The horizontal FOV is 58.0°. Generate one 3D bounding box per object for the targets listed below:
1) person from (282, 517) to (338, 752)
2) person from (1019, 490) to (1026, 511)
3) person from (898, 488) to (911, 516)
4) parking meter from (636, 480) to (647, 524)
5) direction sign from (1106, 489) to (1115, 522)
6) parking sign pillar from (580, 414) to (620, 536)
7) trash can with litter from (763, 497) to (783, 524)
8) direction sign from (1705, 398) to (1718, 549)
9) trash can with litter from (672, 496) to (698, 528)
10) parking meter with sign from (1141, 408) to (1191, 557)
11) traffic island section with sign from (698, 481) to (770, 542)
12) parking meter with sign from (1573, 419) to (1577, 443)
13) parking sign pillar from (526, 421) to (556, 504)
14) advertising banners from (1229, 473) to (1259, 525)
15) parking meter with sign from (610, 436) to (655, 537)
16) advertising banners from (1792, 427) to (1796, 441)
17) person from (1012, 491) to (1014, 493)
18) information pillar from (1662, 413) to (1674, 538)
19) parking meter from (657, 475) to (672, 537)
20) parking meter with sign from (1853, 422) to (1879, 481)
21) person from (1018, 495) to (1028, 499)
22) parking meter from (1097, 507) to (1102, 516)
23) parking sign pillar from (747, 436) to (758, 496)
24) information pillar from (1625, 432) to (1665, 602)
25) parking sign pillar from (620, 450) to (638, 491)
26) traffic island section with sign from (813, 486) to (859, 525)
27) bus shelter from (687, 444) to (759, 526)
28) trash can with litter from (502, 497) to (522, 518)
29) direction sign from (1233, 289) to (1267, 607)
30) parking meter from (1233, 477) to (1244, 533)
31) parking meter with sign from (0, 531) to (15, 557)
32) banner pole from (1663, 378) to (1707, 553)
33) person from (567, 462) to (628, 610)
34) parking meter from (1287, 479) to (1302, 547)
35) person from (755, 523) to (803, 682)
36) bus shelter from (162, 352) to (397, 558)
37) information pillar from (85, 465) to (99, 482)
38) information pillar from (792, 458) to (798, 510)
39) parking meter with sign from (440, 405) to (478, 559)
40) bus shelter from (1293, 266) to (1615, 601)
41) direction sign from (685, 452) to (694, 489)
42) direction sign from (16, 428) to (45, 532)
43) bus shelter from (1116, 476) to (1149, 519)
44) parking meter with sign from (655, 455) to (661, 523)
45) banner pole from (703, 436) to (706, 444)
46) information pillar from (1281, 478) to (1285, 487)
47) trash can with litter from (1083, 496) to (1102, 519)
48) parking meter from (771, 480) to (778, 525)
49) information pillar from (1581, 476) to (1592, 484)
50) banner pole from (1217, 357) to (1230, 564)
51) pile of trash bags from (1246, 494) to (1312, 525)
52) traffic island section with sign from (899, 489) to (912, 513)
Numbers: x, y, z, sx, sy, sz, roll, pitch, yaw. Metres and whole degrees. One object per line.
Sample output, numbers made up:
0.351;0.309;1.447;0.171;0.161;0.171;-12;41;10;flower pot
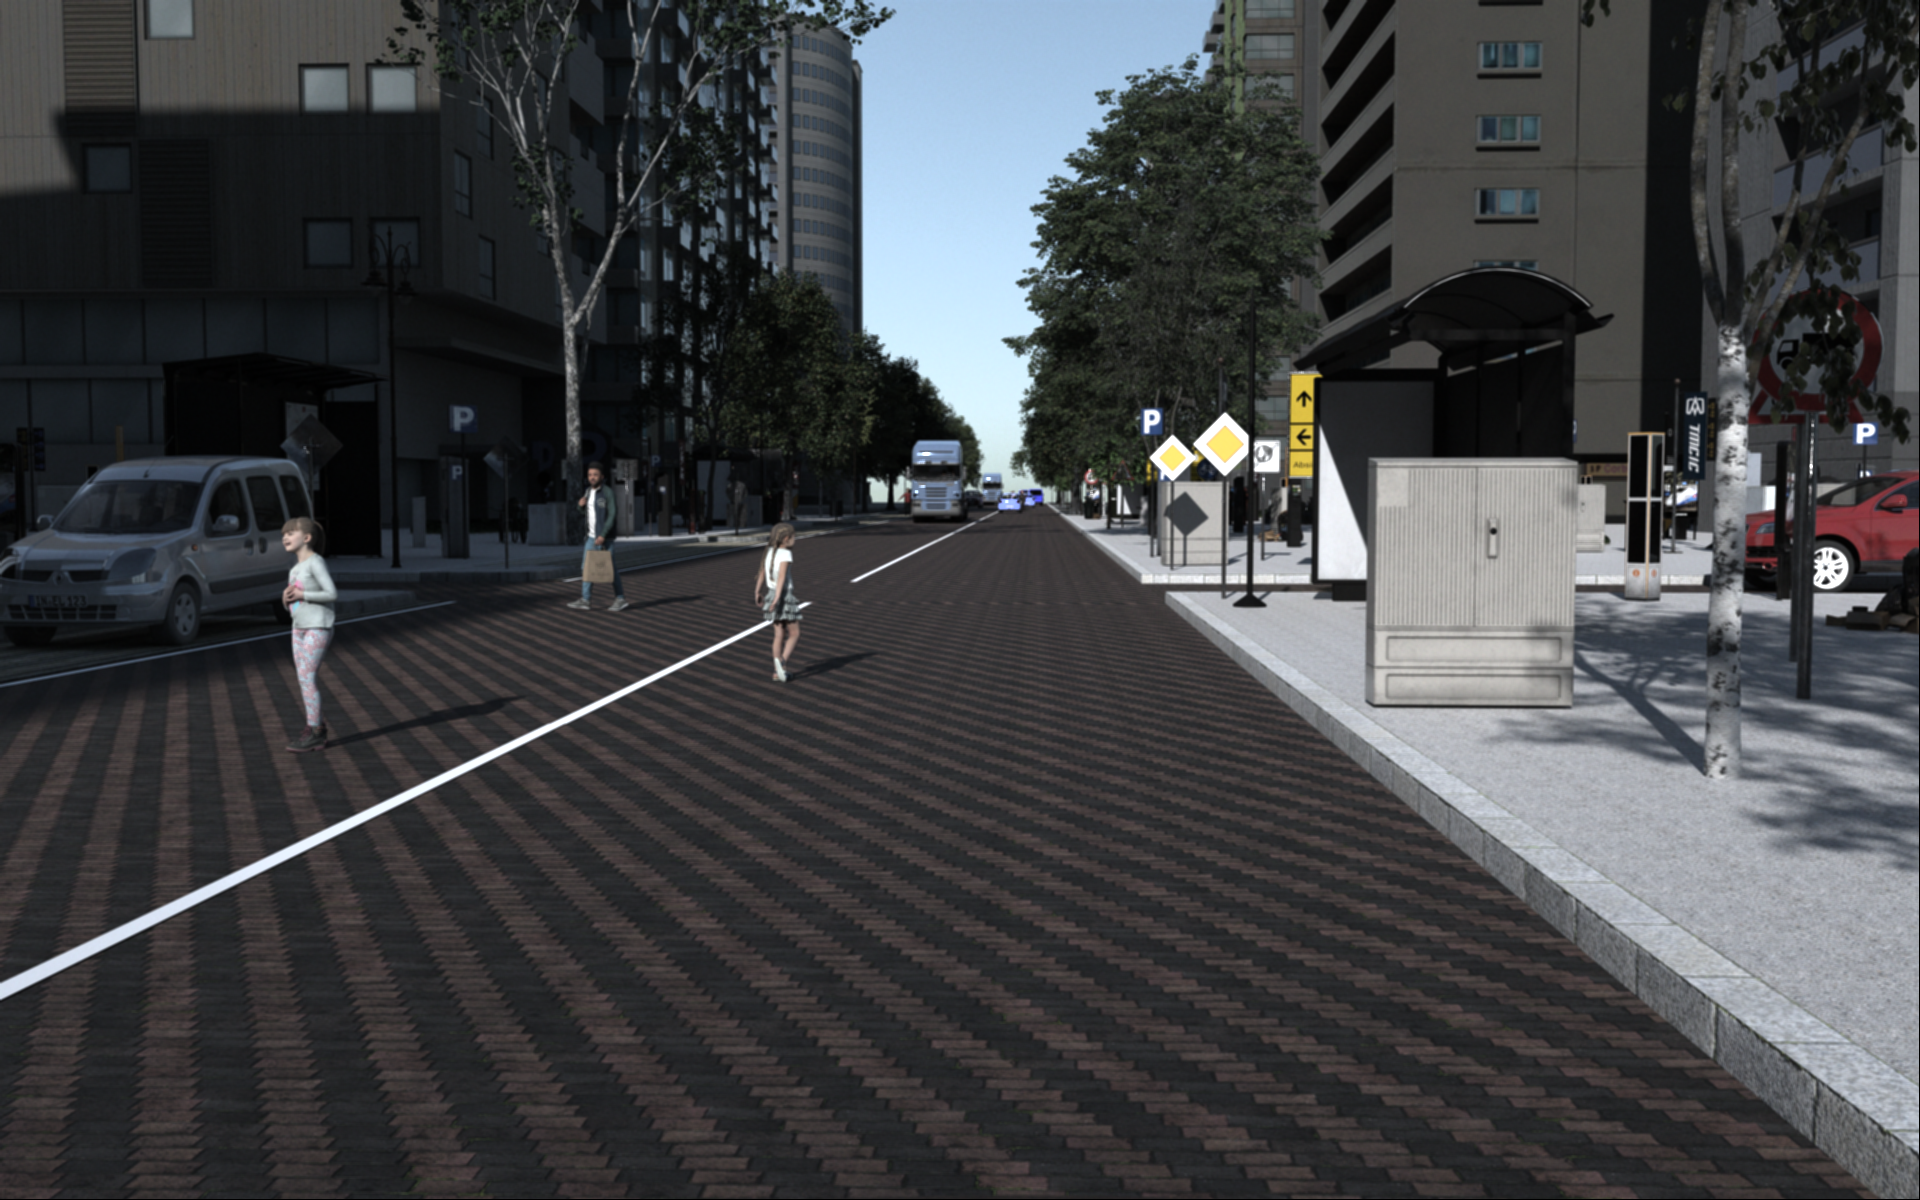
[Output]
-3.676;0.186;9.742;0.425;1.301;0.394;2;4;24;person
5.295;-8.373;145.956;0.434;1.755;0.990;3;5;40;person
-3.413;-6.427;113.521;1.348;1.831;0.705;0;4;-3;person
-13.437;-4.122;73.102;0.399;1.863;0.255;-3;4;-36;parking meter
6.912;-5.349;79.450;0.379;3.537;0.876;0;4;-1;direction sign
-11.435;-3.985;53.625;1.447;3.967;1.447;0;4;-5;parking sign pillar
-8.059;-3.830;74.000;0.624;1.170;1.055;2;4;34;trash can with litter
17.730;-2.973;40.610;0.379;3.537;0.876;0;4;-5;direction sign
-10.376;-3.343;65.721;1.678;1.210;2.233;-1;4;-17;trash can with litter
4.455;-2.420;35.829;0.543;3.016;1.738;3;5;41;parking meter with sign
-6.802;-2.689;52.590;1.989;1.847;2.006;0;4;2;traffic island section with sign
13.526;-2.722;40.763;1.738;3.016;0.543;2;4;31;parking meter with sign
-15.500;-4.628;64.134;1.447;3.967;1.447;1;4;18;parking sign pillar
11.550;-4.581;71.086;0.090;3.025;2.074;-3;4;-38;advertising banners
-10.183;-3.422;52.205;1.738;3.016;0.543;-1;4;-10;parking meter with sign
21.311;-3.012;45.431;0.090;3.025;2.074;-2;4;-32;advertising banners
4.501;-8.400;146.775;0.436;1.711;0.756;-1;4;-20;person
20.565;-3.599;50.197;0.504;3.616;0.183;-2;4;-33;information pillar
-8.924;-2.852;52.336;0.399;1.863;0.255;2;4;23;parking meter
22.411;-2.848;42.819;0.543;3.016;1.738;2;4;31;parking meter with sign
6.199;-10.083;174.077;1.217;1.735;0.721;0;4;8;person
8.248;-5.776;102.849;0.372;1.533;0.369;0;3;0;parking meter
-9.725;-5.618;80.319;1.447;3.967;1.447;0;4;8;parking sign pillar
8.214;-0.996;20.784;0.304;2.012;0.304;-3;4;-36;information pillar
-18.226;-6.475;94.341;1.447;3.967;1.447;-1;4;-13;parking sign pillar
-5.662;-4.336;79.521;1.989;1.847;2.006;0;4;2;traffic island section with sign
-9.809;-4.779;72.066;2.014;3.302;5.546;0;4;3;bus shelter
-16.414;-3.135;62.647;0.624;1.170;1.055;3;4;38;trash can with litter
3.306;-1.692;19.657;0.379;3.537;0.876;1;4;10;direction sign
9.302;-3.188;57.838;0.255;1.863;0.399;-1;4;-11;parking meter
-11.623;-1.417;19.421;1.738;3.016;0.543;-1;4;-15;parking meter with sign
15.712;-2.902;37.469;0.863;3.779;0.401;3;4;38;banner pole
-4.395;-0.774;21.147;0.713;1.824;0.794;-2;4;-32;person
8.062;-2.206;41.779;0.255;1.863;0.399;0;4;-5;parking meter
-1.443;0.011;13.336;0.505;1.210;0.382;3;5;44;person
-12.289;-2.478;31.806;1.731;3.624;6.357;0;4;3;bus shelter
-21.910;-2.403;43.776;0.304;2.012;0.304;-2;4;-30;information pillar
-9.620;-6.652;100.110;0.504;3.616;0.183;-1;4;-20;information pillar
-10.116;-2.355;34.759;0.543;3.016;1.738;-2;4;-27;parking meter with sign
4.894;-1.482;18.162;2.014;3.302;5.546;0;4;3;bus shelter
-14.328;-6.138;92.347;0.876;3.537;0.379;0;4;4;direction sign
-31.666;-4.104;59.092;0.876;3.537;0.379;0;4;-7;direction sign
8.545;-5.564;84.890;2.014;3.302;5.546;0;4;2;bus shelter
-13.949;-4.970;77.527;0.543;3.016;1.738;-2;4;-32;parking meter with sign
-10.900;-5.229;75.504;0.863;3.779;0.401;-2;4;-27;banner pole
14.982;-4.611;79.885;0.304;2.012;0.304;3;4;36;information pillar
6.816;-4.727;88.668;1.055;1.170;0.624;3;5;43;trash can with litter
-7.576;-3.982;70.818;0.255;1.863;0.399;0;4;-5;parking meter
25.095;-3.974;69.466;0.304;2.012;0.304;-1;4;-19;information pillar
4.840;-2.565;31.954;0.401;3.779;0.863;1;4;20;banner pole
13.275;-3.866;72.954;3.447;1.369;1.912;0;4;-1;pile of trash bags
-3.527;-7.374;129.190;1.989;1.847;2.006;0;4;2;traffic island section with sign
